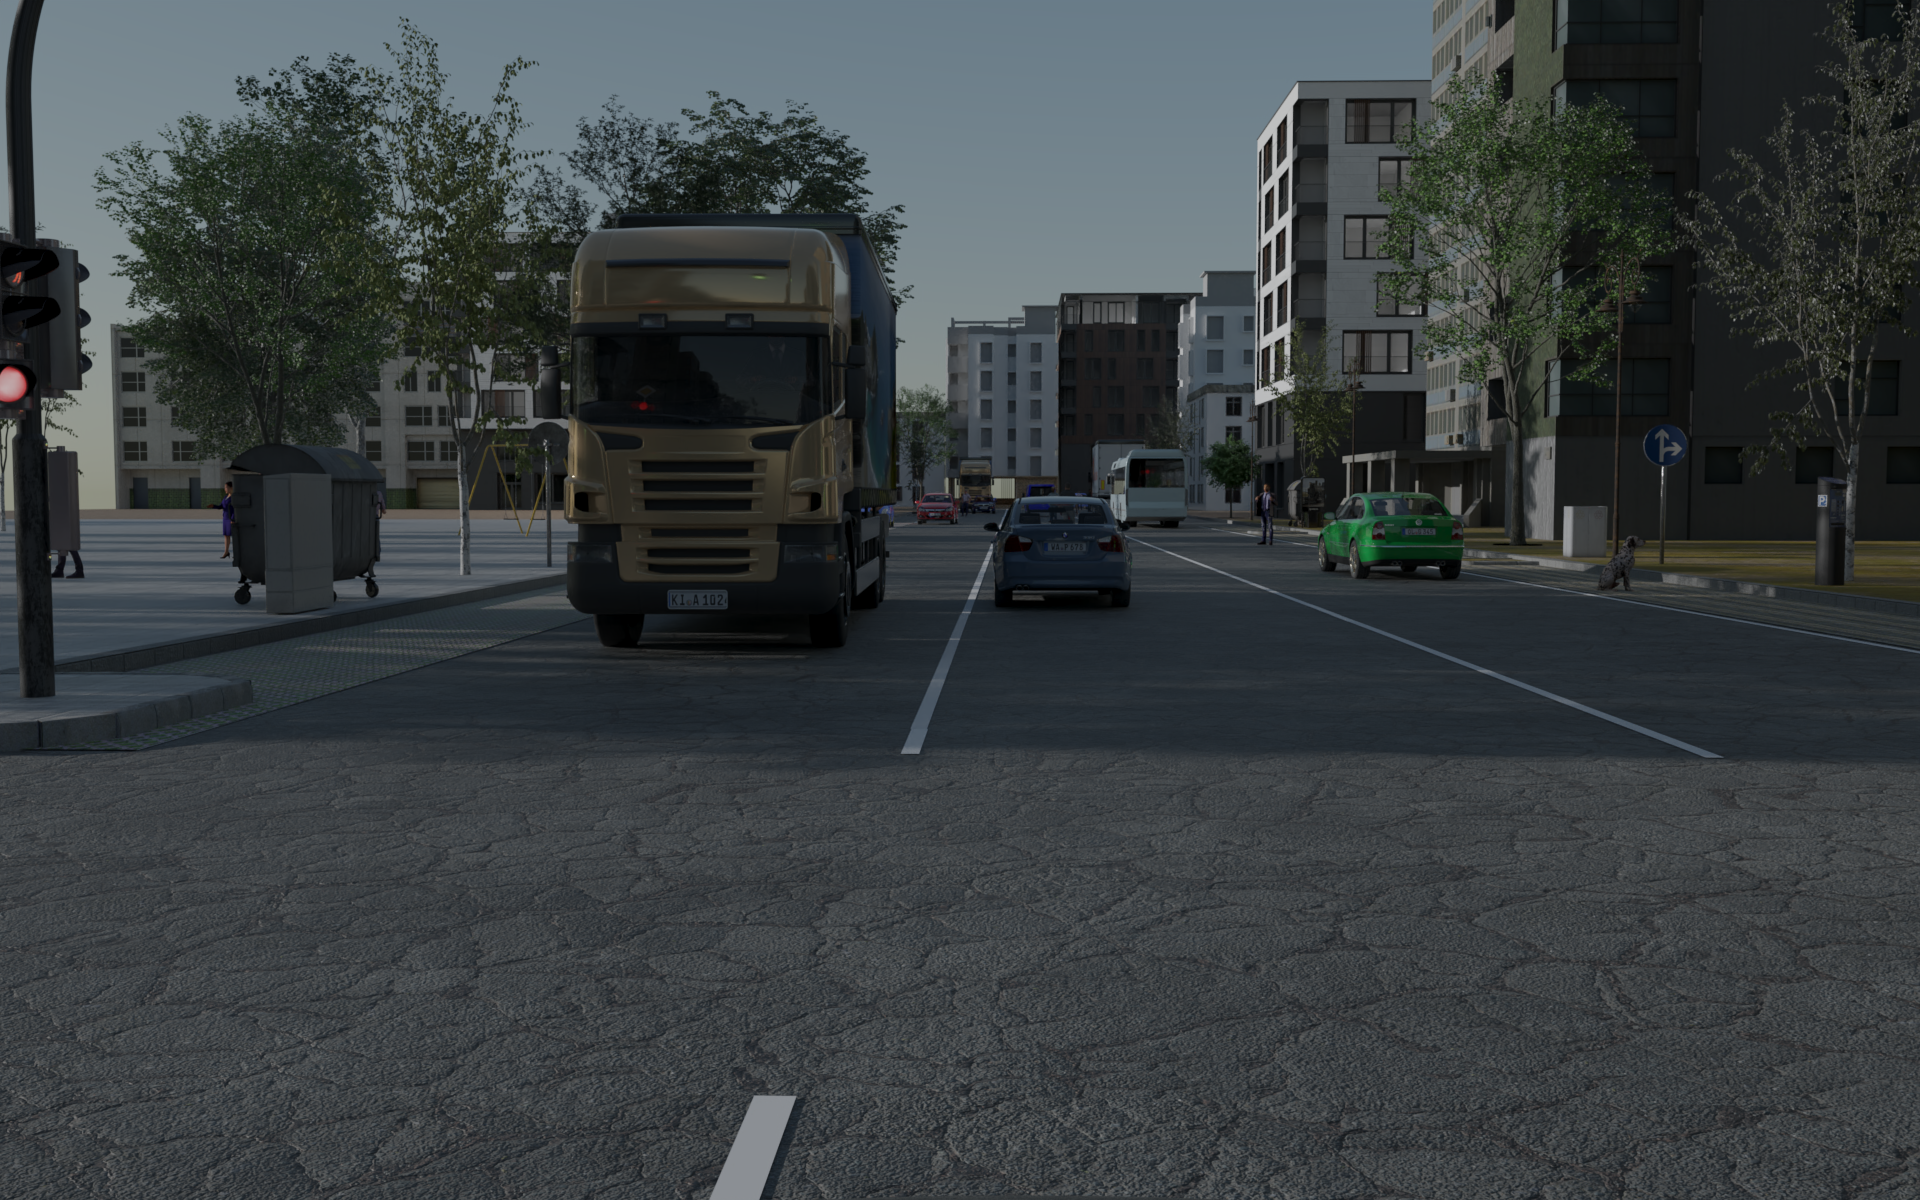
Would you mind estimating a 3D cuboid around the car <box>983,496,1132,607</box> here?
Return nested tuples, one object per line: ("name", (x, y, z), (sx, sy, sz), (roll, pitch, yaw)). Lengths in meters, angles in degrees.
("car", (1.319, -0.690, 23.290), (2.014, 1.417, 4.499), (0, 4, 1))

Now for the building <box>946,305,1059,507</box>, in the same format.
("building", (4.347, -19.803, 180.205), (11.380, 20.091, 16.016), (0, 4, 2))

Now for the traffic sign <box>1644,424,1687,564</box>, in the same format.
("traffic sign", (12.866, -1.931, 31.681), (0.768, 2.556, 0.104), (0, 4, 5))

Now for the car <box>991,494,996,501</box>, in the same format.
("car", (2.357, -9.104, 158.439), (1.945, 1.707, 3.694), (0, 4, 1))

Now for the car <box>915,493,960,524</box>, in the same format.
("car", (-1.054, -4.529, 83.082), (2.155, 1.783, 4.494), (0, 4, 3))

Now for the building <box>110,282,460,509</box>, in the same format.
("building", (-55.080, -17.531, 153.092), (31.486, 18.905, 16.747), (0, 4, 2))

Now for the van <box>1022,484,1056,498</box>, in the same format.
("van", (5.158, -6.537, 111.268), (2.240, 2.365, 5.245), (0, 4, 0))

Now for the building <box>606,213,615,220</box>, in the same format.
("building", (-15.685, -16.188, 121.091), (16.016, 20.091, 11.380), (0, 4, 2))

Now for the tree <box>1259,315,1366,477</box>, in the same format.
("tree", (14.650, -7.447, 72.120), (4.737, 8.622, 4.395), (0, 3, 0))

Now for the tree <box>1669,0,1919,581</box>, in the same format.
("tree", (13.071, -4.601, 25.588), (4.360, 8.622, 3.978), (0, 3, 0))

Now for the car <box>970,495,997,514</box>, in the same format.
("car", (1.736, -6.961, 126.388), (1.945, 1.354, 3.894), (0, 4, 1))

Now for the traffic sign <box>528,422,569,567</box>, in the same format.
("traffic sign", (-7.244, -1.858, 30.479), (0.768, 2.556, 0.104), (1, 4, 10))

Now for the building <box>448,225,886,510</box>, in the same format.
("building", (-23.234, -18.433, 145.352), (32.646, 21.610, 27.936), (0, 4, 2))

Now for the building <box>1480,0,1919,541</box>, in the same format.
("building", (23.649, -17.245, 53.650), (14.160, 30.474, 14.107), (0, 4, 2))

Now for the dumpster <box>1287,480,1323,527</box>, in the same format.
("dumpster", (13.620, -3.815, 68.127), (1.264, 1.857, 1.865), (0, 4, 2))

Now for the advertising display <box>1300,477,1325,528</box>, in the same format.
("advertising display", (13.336, -3.686, 65.475), (0.974, 1.923, 0.123), (-1, 4, -15))

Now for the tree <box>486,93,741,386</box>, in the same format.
("tree", (-8.048, -6.547, 41.448), (8.767, 10.594, 7.601), (2, 4, 31))

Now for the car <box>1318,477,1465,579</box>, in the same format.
("car", (7.551, -1.337, 30.648), (1.959, 1.807, 4.718), (0, 4, 0))

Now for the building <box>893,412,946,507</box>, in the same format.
("building", (-15.464, -14.425, 178.003), (28.070, 9.664, 9.099), (0, 4, 2))

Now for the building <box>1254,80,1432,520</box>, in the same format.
("building", (31.064, -15.773, 101.861), (27.936, 21.610, 32.646), (0, 4, 2))

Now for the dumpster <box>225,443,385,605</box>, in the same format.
("dumpster", (-7.809, -0.915, 20.717), (1.264, 1.857, 1.865), (0, 4, 2))

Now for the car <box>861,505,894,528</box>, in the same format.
("car", (-3.748, -3.970, 74.504), (1.945, 1.707, 3.694), (0, 4, 1))

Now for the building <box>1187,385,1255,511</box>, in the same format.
("building", (23.365, -11.672, 132.991), (9.099, 9.664, 28.070), (0, 4, 2))

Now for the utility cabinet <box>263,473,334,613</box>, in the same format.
("utility cabinet", (-7.221, -0.626, 18.907), (0.318, 1.500, 1.173), (0, 3, 0))

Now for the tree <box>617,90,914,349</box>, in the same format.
("tree", (-6.381, -9.136, 56.023), (9.857, 13.997, 8.962), (0, 3, 0))

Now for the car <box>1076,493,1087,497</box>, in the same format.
("car", (11.146, -9.264, 161.063), (1.945, 1.707, 3.694), (0, 4, 0))

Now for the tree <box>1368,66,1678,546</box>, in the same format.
("tree", (13.762, -7.165, 42.899), (9.928, 11.665, 9.643), (0, 3, 0))

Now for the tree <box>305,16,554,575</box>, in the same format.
("tree", (-7.886, -4.693, 27.093), (4.737, 8.622, 4.395), (0, 3, 0))

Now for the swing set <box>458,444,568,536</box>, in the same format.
("swing set", (-13.764, -3.466, 54.294), (3.119, 2.851, 2.862), (2, 4, 29))

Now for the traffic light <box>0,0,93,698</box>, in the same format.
("traffic light", (-3.734, -2.211, 10.818), (4.771, 5.953, 1.251), (0, 4, 2))

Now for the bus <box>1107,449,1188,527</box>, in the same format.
("bus", (8.335, -5.078, 77.884), (2.948, 3.499, 13.247), (0, 4, 2))

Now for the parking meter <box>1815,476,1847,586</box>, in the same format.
("parking meter", (12.241, -0.974, 24.338), (0.372, 1.533, 0.369), (0, 3, 0))

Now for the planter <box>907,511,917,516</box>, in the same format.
("planter", (-2.403, -5.620, 113.032), (1.991, 0.319, 1.994), (0, 4, 2))

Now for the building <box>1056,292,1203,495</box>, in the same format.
("building", (26.872, -20.927, 186.125), (32.646, 21.610, 27.936), (0, 4, 2))

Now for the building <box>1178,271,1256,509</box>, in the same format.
("building", (27.390, -18.093, 152.246), (16.016, 20.091, 11.380), (0, 4, 2))

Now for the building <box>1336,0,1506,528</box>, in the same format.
("building", (33.495, -23.277, 72.459), (32.217, 40.220, 23.993), (0, 4, 2))
